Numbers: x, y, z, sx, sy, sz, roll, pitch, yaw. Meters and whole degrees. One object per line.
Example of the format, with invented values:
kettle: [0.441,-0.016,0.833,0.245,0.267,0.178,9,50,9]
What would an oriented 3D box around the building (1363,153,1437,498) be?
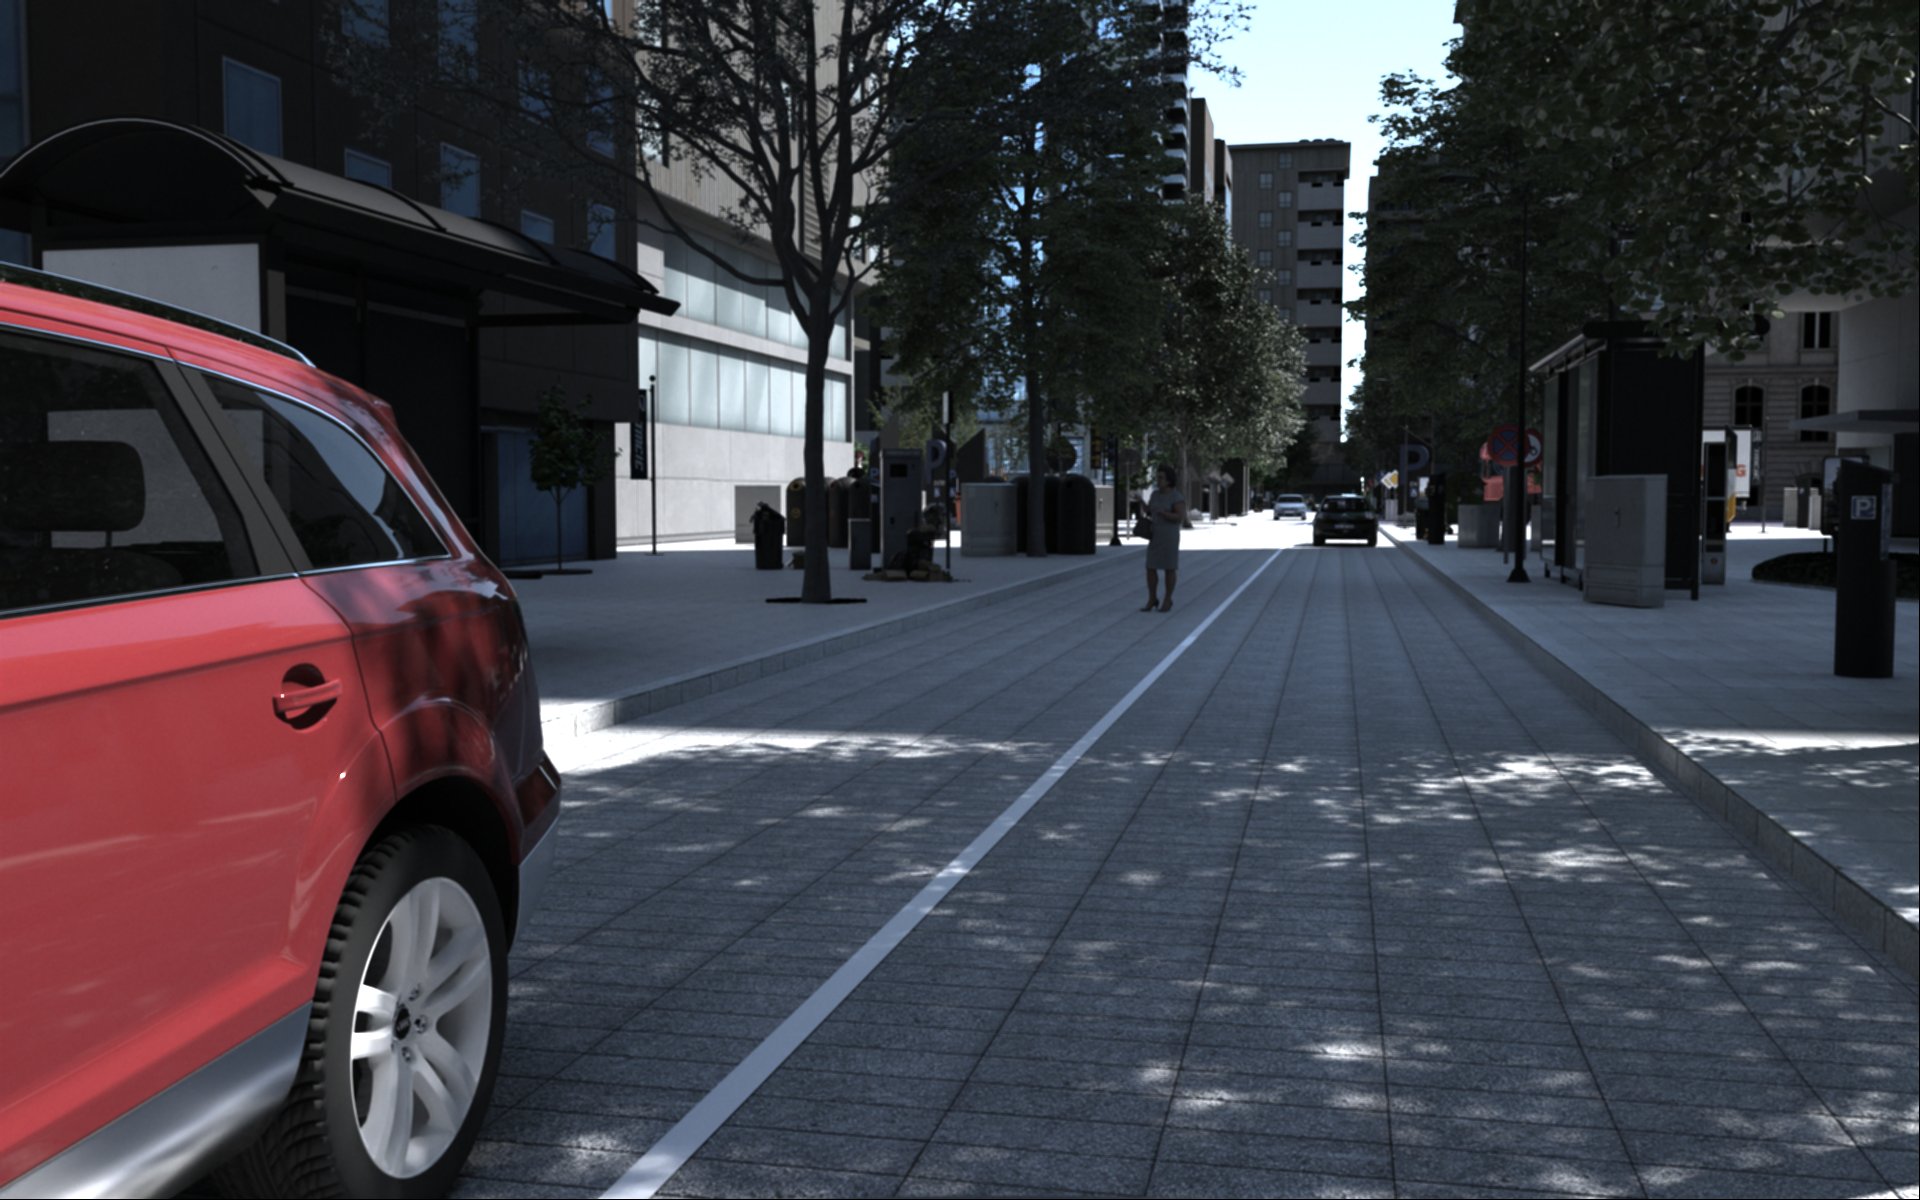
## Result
building: [68.854,-38.168,247.745,21.600,48.544,21.300,1,4,12]

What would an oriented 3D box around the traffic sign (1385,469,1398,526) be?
traffic sign: [17.576,-4.058,69.989,0.795,2.450,0.064,1,4,12]

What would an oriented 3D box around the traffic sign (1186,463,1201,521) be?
traffic sign: [9.566,-4.404,72.003,0.884,2.594,0.081,1,4,20]

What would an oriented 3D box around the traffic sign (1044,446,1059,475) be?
traffic sign: [2.419,-2.788,45.690,0.768,2.556,0.104,1,4,18]

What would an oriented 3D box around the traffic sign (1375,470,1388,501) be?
traffic sign: [22.575,-5.651,92.504,0.768,2.556,0.104,1,4,19]

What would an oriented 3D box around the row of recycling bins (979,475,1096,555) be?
row of recycling bins: [1.644,-1.889,37.994,1.069,1.692,3.534,-3,5,-40]

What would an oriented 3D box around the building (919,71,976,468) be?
building: [4.079,-38.105,212.251,27.495,52.752,28.713,1,4,12]

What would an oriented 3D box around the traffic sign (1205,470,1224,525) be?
traffic sign: [10.501,-4.153,71.545,0.795,2.450,0.064,1,4,12]

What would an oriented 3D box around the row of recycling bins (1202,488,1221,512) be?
row of recycling bins: [17.619,-7.029,122.039,1.069,1.692,3.534,-3,5,-45]

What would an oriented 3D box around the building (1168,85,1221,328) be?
building: [20.785,-33.225,193.337,14.600,45.320,14.200,1,4,12]

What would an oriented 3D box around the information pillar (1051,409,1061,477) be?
information pillar: [2.609,-3.425,47.351,0.183,3.616,0.504,-1,4,-22]

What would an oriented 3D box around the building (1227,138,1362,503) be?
building: [45.754,-40.835,256.892,27.495,52.752,28.713,1,4,12]

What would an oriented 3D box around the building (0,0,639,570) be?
building: [-14.642,-23.104,27.855,14.600,45.320,14.200,1,4,12]

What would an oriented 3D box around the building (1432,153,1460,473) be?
building: [63.537,-31.963,206.193,14.154,41.232,14.086,1,4,12]

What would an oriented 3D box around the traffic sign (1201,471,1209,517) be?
traffic sign: [13.693,-6.008,98.231,0.884,2.594,0.081,1,4,17]

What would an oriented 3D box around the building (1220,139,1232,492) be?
building: [26.056,-34.576,215.430,14.200,45.320,14.600,1,4,12]

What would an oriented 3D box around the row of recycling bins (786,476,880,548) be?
row of recycling bins: [-3.009,-2.118,41.747,1.069,1.692,3.534,-3,4,-39]

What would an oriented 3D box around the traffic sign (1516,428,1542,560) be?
traffic sign: [10.978,-2.052,33.649,0.768,2.556,0.104,1,4,15]

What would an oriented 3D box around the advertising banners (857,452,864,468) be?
advertising banners: [-4.512,-4.587,71.180,0.090,3.025,2.074,2,4,29]

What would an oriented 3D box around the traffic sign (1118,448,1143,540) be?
traffic sign: [4.679,-2.937,48.121,0.768,2.556,0.104,1,4,13]

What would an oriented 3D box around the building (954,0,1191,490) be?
building: [12.466,-52.485,170.800,22.319,86.520,31.000,1,4,12]

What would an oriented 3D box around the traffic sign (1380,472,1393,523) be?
traffic sign: [19.275,-4.535,77.792,0.795,2.450,0.064,1,4,12]

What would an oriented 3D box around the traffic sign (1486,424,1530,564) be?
traffic sign: [10.031,-1.935,31.738,0.768,2.556,0.104,1,4,16]

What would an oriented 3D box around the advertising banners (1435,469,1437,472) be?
advertising banners: [33.838,-7.820,124.047,0.090,3.025,2.074,0,4,-1]

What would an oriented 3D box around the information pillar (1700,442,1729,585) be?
information pillar: [10.693,-1.227,24.557,0.304,2.012,0.304,1,4,18]

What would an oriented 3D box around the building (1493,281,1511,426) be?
building: [47.751,-19.052,130.588,14.460,24.649,34.723,1,4,12]

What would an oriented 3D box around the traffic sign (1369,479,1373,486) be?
traffic sign: [28.761,-7.342,120.145,0.768,2.556,0.104,1,4,21]

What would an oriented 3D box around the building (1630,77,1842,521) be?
building: [47.916,-16.362,86.610,34.723,24.649,14.460,1,4,12]

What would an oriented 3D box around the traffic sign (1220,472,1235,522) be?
traffic sign: [12.201,-4.630,79.348,0.795,2.450,0.064,1,4,12]

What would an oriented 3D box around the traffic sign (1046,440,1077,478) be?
traffic sign: [2.376,-2.494,40.889,0.768,2.556,0.104,1,4,21]

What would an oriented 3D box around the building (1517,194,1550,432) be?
building: [39.132,-15.659,105.173,9.793,20.994,18.267,1,4,12]

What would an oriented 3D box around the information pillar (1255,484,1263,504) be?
information pillar: [21.786,-7.425,125.891,0.304,2.012,0.304,-2,4,-27]

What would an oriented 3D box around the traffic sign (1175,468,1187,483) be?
traffic sign: [10.006,-4.869,79.615,0.884,2.594,0.081,1,4,16]

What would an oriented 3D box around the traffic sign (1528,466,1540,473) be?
traffic sign: [14.348,-2.707,44.264,0.884,2.594,0.081,1,4,20]

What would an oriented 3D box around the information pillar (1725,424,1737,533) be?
information pillar: [25.508,-4.039,57.391,0.183,3.616,0.504,-1,4,-18]

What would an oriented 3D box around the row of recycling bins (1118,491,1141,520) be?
row of recycling bins: [7.796,-4.839,86.222,3.534,1.692,1.069,1,4,19]

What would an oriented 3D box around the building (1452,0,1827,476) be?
building: [61.891,-35.128,163.582,28.713,52.752,27.495,1,4,12]

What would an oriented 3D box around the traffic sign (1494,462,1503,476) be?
traffic sign: [15.787,-3.052,50.013,0.768,2.556,0.104,1,4,13]

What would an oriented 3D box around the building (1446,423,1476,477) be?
building: [63.387,-45.831,187.592,20.563,71.187,20.611,1,4,12]

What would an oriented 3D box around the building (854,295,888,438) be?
building: [-20.590,-36.522,220.843,21.600,48.544,21.300,1,4,12]

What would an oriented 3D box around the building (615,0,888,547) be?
building: [-18.123,-28.347,52.710,27.495,52.752,28.713,1,4,12]

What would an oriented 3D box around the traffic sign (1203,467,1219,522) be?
traffic sign: [11.592,-4.890,80.050,0.768,2.556,0.104,1,4,19]

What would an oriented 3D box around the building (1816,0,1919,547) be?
building: [33.895,-27.265,35.014,28.713,52.752,27.495,1,4,12]

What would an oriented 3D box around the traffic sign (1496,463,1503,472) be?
traffic sign: [13.781,-2.645,43.349,0.768,2.556,0.104,1,4,20]
